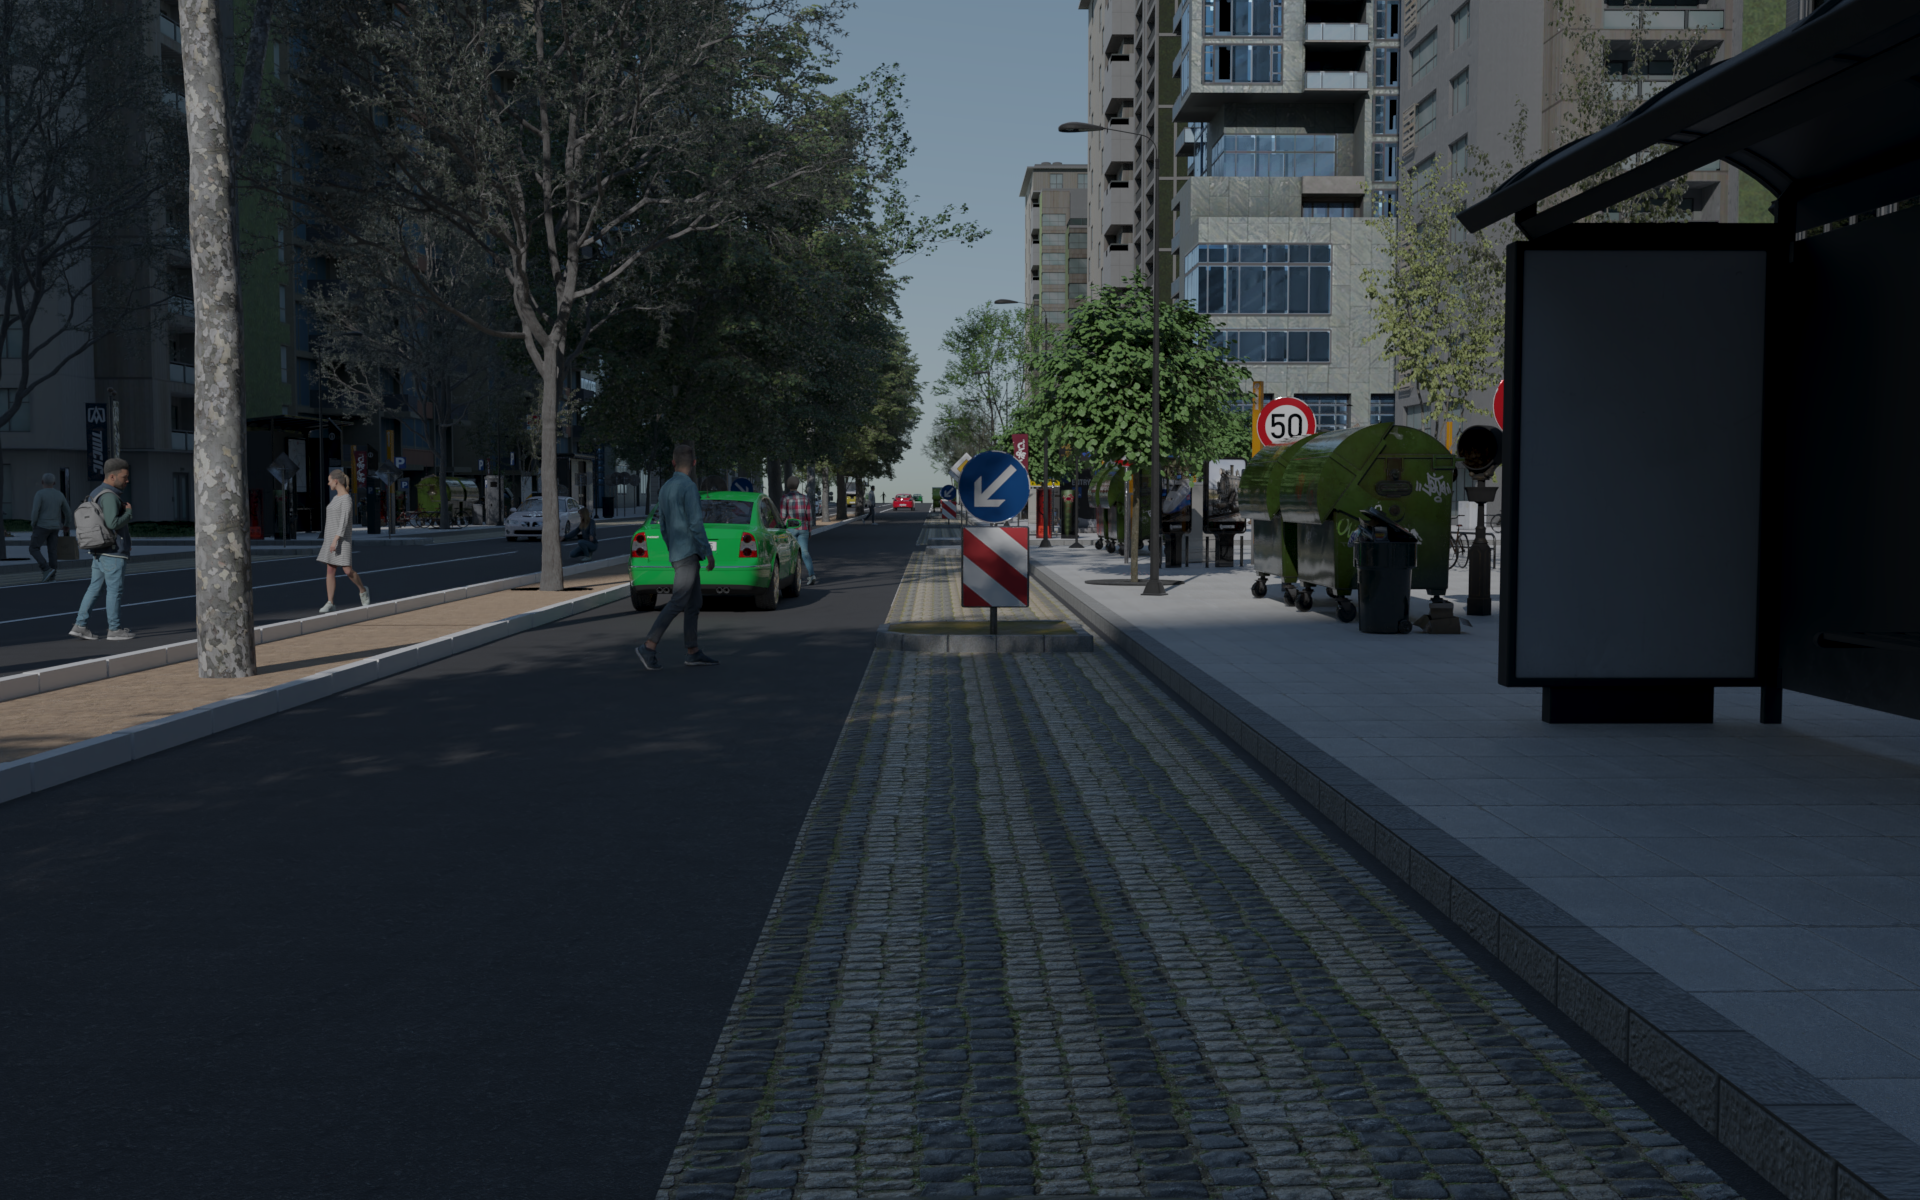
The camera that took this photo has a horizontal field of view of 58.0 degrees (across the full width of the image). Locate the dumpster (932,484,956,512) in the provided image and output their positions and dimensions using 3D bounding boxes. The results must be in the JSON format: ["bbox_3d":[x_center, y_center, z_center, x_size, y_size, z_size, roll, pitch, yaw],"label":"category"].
[{"bbox_3d":[-1.258,-8.101,137.408,1.985,2.255,1.502,0,4,-2],"label":"dumpster"}]

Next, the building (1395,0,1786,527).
[{"bbox_3d":[26.131,-23.548,68.601,14.086,41.232,14.154,0,4,-1],"label":"building"}]

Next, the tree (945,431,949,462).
[{"bbox_3d":[0.904,-12.551,155.578,4.360,8.622,3.978,0,3,0],"label":"tree"}]

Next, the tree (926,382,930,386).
[{"bbox_3d":[-6.421,-12.345,110.946,9.857,13.997,8.962,0,3,0],"label":"tree"}]

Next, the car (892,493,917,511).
[{"bbox_3d":[-4.830,-8.591,149.498,2.155,1.783,4.494,0,4,1],"label":"car"}]

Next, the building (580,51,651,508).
[{"bbox_3d":[-42.015,-52.254,167.021,22.319,86.520,31.000,0,4,-1],"label":"building"}]

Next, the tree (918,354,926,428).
[{"bbox_3d":[-6.568,-11.431,96.003,9.857,13.997,8.962,0,3,0],"label":"tree"}]

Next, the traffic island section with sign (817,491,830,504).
[{"bbox_3d":[-18.836,-13.668,232.094,1.989,1.847,2.006,0,4,-1],"label":"traffic island section with sign"}]

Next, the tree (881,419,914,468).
[{"bbox_3d":[-7.127,-11.213,120.198,8.767,10.594,7.601,0,4,-1],"label":"tree"}]

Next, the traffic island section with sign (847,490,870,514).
[{"bbox_3d":[-7.167,-7.113,124.432,2.006,1.907,1.989,0,4,-1],"label":"traffic island section with sign"}]

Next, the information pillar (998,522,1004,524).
[{"bbox_3d":[1.681,-4.281,74.489,0.304,2.012,0.304,-3,4,-36],"label":"information pillar"}]

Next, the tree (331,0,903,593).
[{"bbox_3d":[-6.063,-6.881,25.325,12.009,13.543,11.850,0,3,0],"label":"tree"}]

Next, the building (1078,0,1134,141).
[{"bbox_3d":[26.348,-34.977,161.111,28.713,52.752,27.495,0,4,-1],"label":"building"}]

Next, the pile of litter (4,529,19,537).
[{"bbox_3d":[-28.900,-2.303,51.617,1.719,0.858,1.176,2,4,26],"label":"pile of litter"}]

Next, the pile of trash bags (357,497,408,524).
[{"bbox_3d":[-25.189,-3.915,73.769,3.447,1.369,1.912,0,4,7],"label":"pile of trash bags"}]

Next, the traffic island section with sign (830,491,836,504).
[{"bbox_3d":[-19.204,-15.316,259.047,1.989,1.847,2.006,0,4,-1],"label":"traffic island section with sign"}]

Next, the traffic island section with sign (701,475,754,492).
[{"bbox_3d":[-6.032,-2.065,41.894,2.006,1.907,1.989,0,4,-1],"label":"traffic island section with sign"}]

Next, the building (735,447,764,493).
[{"bbox_3d":[-39.017,-36.166,274.902,14.154,41.232,14.086,0,4,-1],"label":"building"}]

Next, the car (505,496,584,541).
[{"bbox_3d":[-12.828,-2.542,53.928,2.083,1.381,4.827,0,4,-1],"label":"car"}]

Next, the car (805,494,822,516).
[{"bbox_3d":[-10.128,-6.324,115.407,2.014,1.417,4.499,0,4,-1],"label":"car"}]

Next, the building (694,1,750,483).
[{"bbox_3d":[-42.010,-50.028,256.205,20.563,71.187,20.611,0,4,-1],"label":"building"}]

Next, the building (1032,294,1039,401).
[{"bbox_3d":[17.228,-29.231,249.632,14.160,30.474,14.107,0,4,-1],"label":"building"}]

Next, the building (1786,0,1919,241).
[{"bbox_3d":[20.910,-13.727,17.939,14.314,27.812,24.014,0,4,-1],"label":"building"}]

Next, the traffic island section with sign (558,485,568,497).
[{"bbox_3d":[-16.636,-3.869,71.885,1.989,1.847,2.006,0,4,-1],"label":"traffic island section with sign"}]

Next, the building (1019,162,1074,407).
[{"bbox_3d":[24.151,-41.655,270.302,28.713,52.752,27.495,0,4,-1],"label":"building"}]

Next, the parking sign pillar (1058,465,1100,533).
[{"bbox_3d":[3.946,-4.195,57.055,1.447,3.967,1.447,2,4,32],"label":"parking sign pillar"}]

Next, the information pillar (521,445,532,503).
[{"bbox_3d":[-20.599,-5.557,82.219,0.504,3.616,0.183,-2,4,-25],"label":"information pillar"}]

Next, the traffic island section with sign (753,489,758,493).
[{"bbox_3d":[-17.690,-8.602,149.273,1.989,1.847,2.006,0,4,-1],"label":"traffic island section with sign"}]

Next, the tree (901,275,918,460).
[{"bbox_3d":[-6.007,-9.006,56.354,9.857,13.997,8.962,0,3,0],"label":"tree"}]

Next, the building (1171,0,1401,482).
[{"bbox_3d":[21.231,-48.337,102.979,22.319,86.520,31.000,0,4,-1],"label":"building"}]

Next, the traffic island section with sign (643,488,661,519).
[{"bbox_3d":[-17.012,-5.533,99.087,1.989,1.847,2.006,0,4,-1],"label":"traffic island section with sign"}]

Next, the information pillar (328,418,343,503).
[{"bbox_3d":[-19.275,-3.801,53.495,0.504,3.616,0.183,1,4,21],"label":"information pillar"}]

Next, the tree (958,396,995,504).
[{"bbox_3d":[0.137,-18.756,217.035,12.009,13.543,11.850,0,3,0],"label":"tree"}]

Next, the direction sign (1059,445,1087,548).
[{"bbox_3d":[2.773,-3.002,41.078,0.876,3.537,0.379,1,4,20],"label":"direction sign"}]

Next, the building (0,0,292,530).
[{"bbox_3d":[-35.313,-23.370,65.691,14.154,41.232,14.086,0,4,-1],"label":"building"}]

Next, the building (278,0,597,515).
[{"bbox_3d":[-41.771,-29.590,138.418,22.147,44.769,28.867,0,4,-1],"label":"building"}]

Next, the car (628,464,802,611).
[{"bbox_3d":[-3.121,-0.849,22.683,1.959,1.807,4.718,0,4,1],"label":"car"}]

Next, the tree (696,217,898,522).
[{"bbox_3d":[-6.408,-8.842,65.147,7.486,12.596,7.792,0,3,0],"label":"tree"}]

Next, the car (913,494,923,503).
[{"bbox_3d":[-6.972,-16.732,282.356,1.959,1.807,4.718,0,4,-3],"label":"car"}]

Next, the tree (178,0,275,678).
[{"bbox_3d":[-4.512,-9.405,12.119,12.611,20.169,13.585,0,3,0],"label":"tree"}]

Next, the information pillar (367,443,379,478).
[{"bbox_3d":[-26.710,-5.348,78.787,0.504,3.616,0.183,-2,4,-25],"label":"information pillar"}]

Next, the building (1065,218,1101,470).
[{"bbox_3d":[17.949,-25.159,183.047,14.160,30.474,14.107,0,4,-1],"label":"building"}]

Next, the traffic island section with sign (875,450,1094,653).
[{"bbox_3d":[0.195,-0.481,16.498,1.989,1.847,2.006,0,4,-1],"label":"traffic island section with sign"}]

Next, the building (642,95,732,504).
[{"bbox_3d":[-42.978,-42.215,232.211,21.231,58.520,28.212,0,4,-1],"label":"building"}]

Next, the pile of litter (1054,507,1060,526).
[{"bbox_3d":[4.007,-3.447,70.327,1.176,0.858,1.719,0,4,4],"label":"pile of litter"}]

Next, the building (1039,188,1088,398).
[{"bbox_3d":[17.613,-33.654,233.830,14.154,41.232,14.086,0,4,-1],"label":"building"}]

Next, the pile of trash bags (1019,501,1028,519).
[{"bbox_3d":[3.774,-4.854,89.118,1.912,1.369,3.447,-1,4,-19],"label":"pile of trash bags"}]

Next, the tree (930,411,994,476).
[{"bbox_3d":[1.131,-15.573,189.032,7.601,10.594,8.767,3,5,42],"label":"tree"}]

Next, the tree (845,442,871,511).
[{"bbox_3d":[-6.860,-9.241,103.907,4.360,8.622,3.978,0,3,0],"label":"tree"}]

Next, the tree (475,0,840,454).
[{"bbox_3d":[-5.952,-7.859,37.615,9.857,13.997,8.962,0,3,0],"label":"tree"}]

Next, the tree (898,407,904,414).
[{"bbox_3d":[-6.717,-10.196,87.288,7.486,12.596,7.792,0,3,0],"label":"tree"}]

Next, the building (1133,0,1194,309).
[{"bbox_3d":[22.850,-42.706,136.490,20.563,71.187,20.611,0,4,-1],"label":"building"}]
